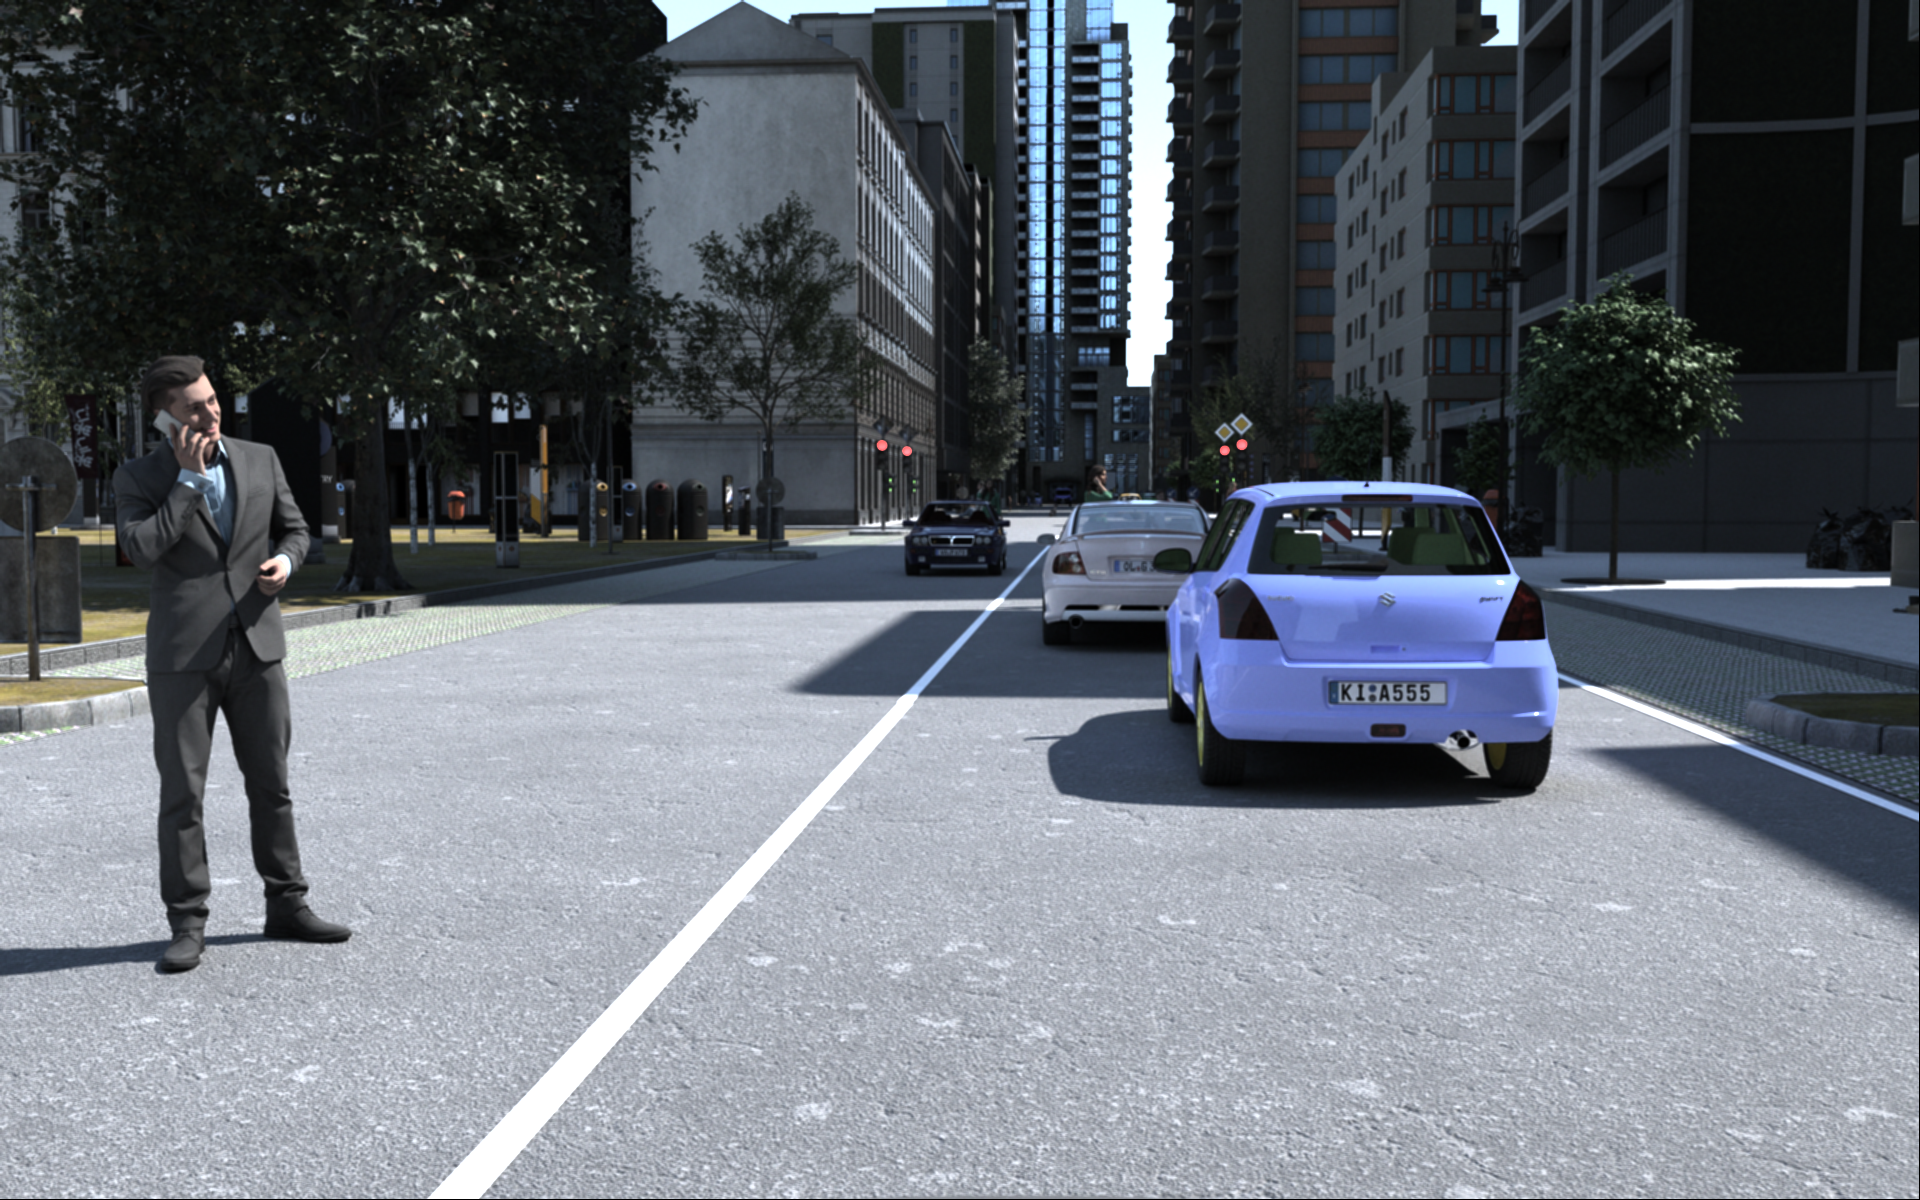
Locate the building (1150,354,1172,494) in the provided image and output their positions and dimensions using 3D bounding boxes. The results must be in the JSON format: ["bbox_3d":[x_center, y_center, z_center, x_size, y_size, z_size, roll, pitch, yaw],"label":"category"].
[{"bbox_3d":[41.184,-24.093,238.963,28.899,21.520,27.650,0,4,4],"label":"building"}]

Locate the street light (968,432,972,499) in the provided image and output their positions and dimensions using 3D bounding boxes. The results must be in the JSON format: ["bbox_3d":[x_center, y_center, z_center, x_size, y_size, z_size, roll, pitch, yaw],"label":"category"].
[{"bbox_3d":[0.707,-9.579,129.401,0.468,5.910,1.993,0,4,4],"label":"street light"}]

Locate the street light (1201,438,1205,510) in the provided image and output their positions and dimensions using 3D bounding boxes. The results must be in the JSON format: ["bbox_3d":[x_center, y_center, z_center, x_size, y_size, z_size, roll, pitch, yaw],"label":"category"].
[{"bbox_3d":[15.892,-8.543,112.473,0.468,5.910,1.993,0,4,4],"label":"street light"}]

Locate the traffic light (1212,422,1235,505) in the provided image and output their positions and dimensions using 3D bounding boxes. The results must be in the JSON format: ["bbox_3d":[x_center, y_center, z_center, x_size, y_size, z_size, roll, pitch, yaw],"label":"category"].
[{"bbox_3d":[10.323,-4.826,67.832,0.839,4.253,0.868,0,4,4],"label":"traffic light"}]

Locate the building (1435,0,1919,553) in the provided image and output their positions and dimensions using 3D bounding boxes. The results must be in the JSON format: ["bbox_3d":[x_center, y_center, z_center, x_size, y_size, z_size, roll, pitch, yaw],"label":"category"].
[{"bbox_3d":[23.818,-36.779,39.587,20.563,71.187,20.611,0,4,4],"label":"building"}]

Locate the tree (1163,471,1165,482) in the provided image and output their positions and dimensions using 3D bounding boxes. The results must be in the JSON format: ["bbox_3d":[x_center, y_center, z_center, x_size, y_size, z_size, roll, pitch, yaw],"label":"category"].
[{"bbox_3d":[18.765,-9.901,145.600,4.285,4.588,4.351,0,3,0],"label":"tree"}]

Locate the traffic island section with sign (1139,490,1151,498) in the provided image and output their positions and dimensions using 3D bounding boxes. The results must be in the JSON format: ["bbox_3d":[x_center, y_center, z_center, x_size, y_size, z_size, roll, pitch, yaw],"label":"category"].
[{"bbox_3d":[20.584,-11.548,197.437,1.989,1.847,2.006,0,4,4],"label":"traffic island section with sign"}]

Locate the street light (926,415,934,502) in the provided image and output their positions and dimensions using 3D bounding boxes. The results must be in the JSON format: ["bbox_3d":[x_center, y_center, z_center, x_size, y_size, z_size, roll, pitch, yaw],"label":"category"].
[{"bbox_3d":[-1.733,-7.759,99.644,0.468,5.910,1.993,0,4,4],"label":"street light"}]

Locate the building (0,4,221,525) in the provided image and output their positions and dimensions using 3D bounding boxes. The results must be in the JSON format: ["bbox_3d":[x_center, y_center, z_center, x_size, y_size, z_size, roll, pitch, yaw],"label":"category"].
[{"bbox_3d":[-40.232,-15.148,76.542,19.941,23.489,11.050,0,4,4],"label":"building"}]

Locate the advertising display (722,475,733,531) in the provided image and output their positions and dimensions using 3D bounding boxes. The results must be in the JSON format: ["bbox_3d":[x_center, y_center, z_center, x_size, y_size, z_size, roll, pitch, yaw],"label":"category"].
[{"bbox_3d":[-8.026,-3.340,59.829,0.123,1.923,0.974,0,4,7],"label":"advertising display"}]

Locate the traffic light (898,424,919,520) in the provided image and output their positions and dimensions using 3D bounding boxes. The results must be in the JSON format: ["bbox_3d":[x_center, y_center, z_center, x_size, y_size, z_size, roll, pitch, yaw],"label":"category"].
[{"bbox_3d":[-2.052,-4.885,68.788,0.839,4.253,0.868,0,4,4],"label":"traffic light"}]

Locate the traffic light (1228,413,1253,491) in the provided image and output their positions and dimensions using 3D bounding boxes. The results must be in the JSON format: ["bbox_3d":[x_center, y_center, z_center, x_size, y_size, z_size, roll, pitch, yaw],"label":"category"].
[{"bbox_3d":[9.695,-4.339,59.871,0.839,4.253,0.868,0,4,4],"label":"traffic light"}]

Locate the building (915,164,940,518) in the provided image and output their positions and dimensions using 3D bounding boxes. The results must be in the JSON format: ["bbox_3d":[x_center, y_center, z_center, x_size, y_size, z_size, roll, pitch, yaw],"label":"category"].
[{"bbox_3d":[-6.806,-15.134,96.595,9.793,20.994,18.267,0,4,4],"label":"building"}]

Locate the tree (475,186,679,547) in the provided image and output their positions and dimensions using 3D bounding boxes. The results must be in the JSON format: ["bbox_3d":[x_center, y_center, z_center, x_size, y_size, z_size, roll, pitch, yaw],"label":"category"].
[{"bbox_3d":[-8.816,-5.587,41.705,4.360,8.622,3.978,0,3,0],"label":"tree"}]

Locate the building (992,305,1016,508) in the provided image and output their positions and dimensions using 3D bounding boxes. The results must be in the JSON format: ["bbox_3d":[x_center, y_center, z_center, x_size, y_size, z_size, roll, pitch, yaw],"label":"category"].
[{"bbox_3d":[-8.863,-20.119,173.988,27.650,21.520,28.899,0,4,4],"label":"building"}]

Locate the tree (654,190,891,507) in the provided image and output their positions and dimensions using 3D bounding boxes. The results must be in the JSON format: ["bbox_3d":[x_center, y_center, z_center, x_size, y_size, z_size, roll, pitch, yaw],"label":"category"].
[{"bbox_3d":[-5.597,-7.223,52.505,7.601,10.594,8.767,-2,4,-24],"label":"tree"}]

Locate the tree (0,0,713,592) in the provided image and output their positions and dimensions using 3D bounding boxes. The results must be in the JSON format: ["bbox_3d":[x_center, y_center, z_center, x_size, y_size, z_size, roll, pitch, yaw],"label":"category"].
[{"bbox_3d":[-8.000,-6.480,22.955,9.611,12.733,9.660,0,3,0],"label":"tree"}]

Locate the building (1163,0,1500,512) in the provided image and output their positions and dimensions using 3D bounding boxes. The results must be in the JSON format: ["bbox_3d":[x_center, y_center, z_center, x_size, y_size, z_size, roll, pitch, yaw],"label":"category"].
[{"bbox_3d":[26.365,-28.889,126.959,22.147,44.769,28.867,0,4,4],"label":"building"}]

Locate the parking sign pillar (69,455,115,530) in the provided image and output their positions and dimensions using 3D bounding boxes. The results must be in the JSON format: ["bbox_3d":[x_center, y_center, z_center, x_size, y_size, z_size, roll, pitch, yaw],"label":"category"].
[{"bbox_3d":[-30.954,-4.476,61.651,1.447,3.967,1.447,-1,4,-22],"label":"parking sign pillar"}]

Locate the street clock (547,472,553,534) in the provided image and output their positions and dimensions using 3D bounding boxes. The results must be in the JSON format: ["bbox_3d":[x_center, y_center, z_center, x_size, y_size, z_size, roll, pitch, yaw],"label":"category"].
[{"bbox_3d":[-13.225,-3.123,55.631,0.358,2.002,0.471,-1,4,-17],"label":"street clock"}]

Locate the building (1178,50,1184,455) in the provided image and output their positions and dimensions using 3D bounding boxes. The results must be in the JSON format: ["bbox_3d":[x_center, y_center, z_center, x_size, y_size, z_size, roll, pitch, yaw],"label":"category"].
[{"bbox_3d":[27.675,-31.260,161.206,14.600,45.320,14.200,0,4,4],"label":"building"}]

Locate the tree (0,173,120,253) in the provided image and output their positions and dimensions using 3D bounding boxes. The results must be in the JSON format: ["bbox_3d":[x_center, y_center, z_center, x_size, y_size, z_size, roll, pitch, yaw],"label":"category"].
[{"bbox_3d":[-17.460,-5.212,35.578,4.737,8.622,4.395,0,3,0],"label":"tree"}]

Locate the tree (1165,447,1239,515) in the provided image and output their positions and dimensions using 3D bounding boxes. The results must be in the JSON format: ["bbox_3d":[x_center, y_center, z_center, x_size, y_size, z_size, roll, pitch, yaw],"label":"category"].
[{"bbox_3d":[16.141,-7.668,109.083,4.285,4.588,4.351,0,3,0],"label":"tree"}]

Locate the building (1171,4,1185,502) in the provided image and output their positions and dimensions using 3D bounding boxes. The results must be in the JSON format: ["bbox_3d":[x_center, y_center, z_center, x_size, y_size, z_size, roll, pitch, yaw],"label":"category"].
[{"bbox_3d":[32.866,-39.121,181.628,21.231,58.520,28.212,0,4,4],"label":"building"}]

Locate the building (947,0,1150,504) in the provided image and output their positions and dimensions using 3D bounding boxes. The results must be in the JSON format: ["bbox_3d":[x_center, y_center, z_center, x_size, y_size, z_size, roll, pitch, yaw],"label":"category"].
[{"bbox_3d":[10.350,-56.516,236.708,31.000,86.520,22.319,0,4,4],"label":"building"}]

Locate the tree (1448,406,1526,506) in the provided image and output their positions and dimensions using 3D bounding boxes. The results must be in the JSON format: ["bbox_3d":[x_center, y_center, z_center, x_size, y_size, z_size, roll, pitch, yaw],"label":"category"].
[{"bbox_3d":[11.664,-2.673,38.302,1.663,3.219,1.824,0,3,0],"label":"tree"}]

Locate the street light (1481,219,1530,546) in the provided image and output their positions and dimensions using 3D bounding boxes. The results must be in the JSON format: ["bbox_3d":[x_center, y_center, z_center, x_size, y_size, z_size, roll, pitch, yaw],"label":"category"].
[{"bbox_3d":[9.234,-3.467,29.477,0.468,5.910,1.993,0,4,4],"label":"street light"}]

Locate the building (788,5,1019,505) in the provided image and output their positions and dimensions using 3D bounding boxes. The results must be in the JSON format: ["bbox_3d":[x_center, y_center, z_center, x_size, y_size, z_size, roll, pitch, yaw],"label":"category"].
[{"bbox_3d":[-7.200,-40.827,209.518,28.212,58.520,21.231,0,4,4],"label":"building"}]

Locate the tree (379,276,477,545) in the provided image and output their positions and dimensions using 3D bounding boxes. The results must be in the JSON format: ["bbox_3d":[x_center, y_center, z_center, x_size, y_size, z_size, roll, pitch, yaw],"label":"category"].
[{"bbox_3d":[-13.263,-5.656,42.842,4.360,8.622,3.978,0,3,0],"label":"tree"}]

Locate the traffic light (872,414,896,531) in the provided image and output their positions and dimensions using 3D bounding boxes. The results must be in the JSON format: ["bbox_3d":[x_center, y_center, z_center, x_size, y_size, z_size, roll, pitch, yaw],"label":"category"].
[{"bbox_3d":[-2.679,-4.398,60.827,0.839,4.253,0.868,0,4,4],"label":"traffic light"}]

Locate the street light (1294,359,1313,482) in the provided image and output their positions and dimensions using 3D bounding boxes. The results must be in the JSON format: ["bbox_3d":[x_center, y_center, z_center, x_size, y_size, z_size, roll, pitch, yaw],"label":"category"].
[{"bbox_3d":[11.729,-5.287,59.229,0.468,5.910,1.993,0,4,4],"label":"street light"}]

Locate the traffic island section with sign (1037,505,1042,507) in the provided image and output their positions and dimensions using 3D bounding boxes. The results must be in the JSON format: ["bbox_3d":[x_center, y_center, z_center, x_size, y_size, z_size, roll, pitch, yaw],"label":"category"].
[{"bbox_3d":[8.371,-11.551,197.487,1.989,1.847,2.006,0,4,4],"label":"traffic island section with sign"}]

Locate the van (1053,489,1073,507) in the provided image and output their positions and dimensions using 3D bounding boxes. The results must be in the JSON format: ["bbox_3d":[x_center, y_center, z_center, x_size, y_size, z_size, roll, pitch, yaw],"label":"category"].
[{"bbox_3d":[11.574,-11.619,194.351,2.240,2.365,5.245,0,4,4],"label":"van"}]

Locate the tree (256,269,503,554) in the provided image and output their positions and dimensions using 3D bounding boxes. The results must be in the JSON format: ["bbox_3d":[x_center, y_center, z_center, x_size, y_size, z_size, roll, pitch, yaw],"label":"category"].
[{"bbox_3d":[-11.512,-5.299,37.005,4.737,8.622,4.395,0,3,0],"label":"tree"}]

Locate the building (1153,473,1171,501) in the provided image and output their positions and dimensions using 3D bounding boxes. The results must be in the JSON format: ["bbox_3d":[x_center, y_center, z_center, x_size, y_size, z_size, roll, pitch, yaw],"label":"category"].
[{"bbox_3d":[33.847,-46.933,205.605,20.563,71.187,20.611,0,4,4],"label":"building"}]

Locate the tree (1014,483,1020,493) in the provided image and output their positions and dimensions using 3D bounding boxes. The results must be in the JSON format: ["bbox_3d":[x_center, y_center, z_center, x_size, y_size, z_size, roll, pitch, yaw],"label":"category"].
[{"bbox_3d":[5.842,-12.455,198.235,1.663,3.219,1.824,0,3,0],"label":"tree"}]

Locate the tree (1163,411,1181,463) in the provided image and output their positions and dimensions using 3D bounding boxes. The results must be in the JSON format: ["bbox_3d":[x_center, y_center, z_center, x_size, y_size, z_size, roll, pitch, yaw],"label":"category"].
[{"bbox_3d":[19.377,-12.235,150.403,4.360,8.622,3.978,0,3,0],"label":"tree"}]

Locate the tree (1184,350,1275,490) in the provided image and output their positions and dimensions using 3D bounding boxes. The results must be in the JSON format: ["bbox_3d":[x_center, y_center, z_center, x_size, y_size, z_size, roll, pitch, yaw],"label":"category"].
[{"bbox_3d":[13.778,-8.418,88.004,4.737,8.622,4.395,0,3,0],"label":"tree"}]

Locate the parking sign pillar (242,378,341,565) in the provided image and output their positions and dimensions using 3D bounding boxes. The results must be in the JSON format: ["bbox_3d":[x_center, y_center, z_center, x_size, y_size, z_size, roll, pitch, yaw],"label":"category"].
[{"bbox_3d":[-12.483,-2.654,31.872,1.447,3.967,1.447,3,5,44],"label":"parking sign pillar"}]

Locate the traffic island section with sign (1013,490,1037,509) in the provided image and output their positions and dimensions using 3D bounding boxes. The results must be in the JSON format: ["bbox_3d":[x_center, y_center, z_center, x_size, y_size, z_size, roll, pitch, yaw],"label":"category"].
[{"bbox_3d":[6.260,-9.907,170.615,1.989,1.847,2.006,0,4,4],"label":"traffic island section with sign"}]

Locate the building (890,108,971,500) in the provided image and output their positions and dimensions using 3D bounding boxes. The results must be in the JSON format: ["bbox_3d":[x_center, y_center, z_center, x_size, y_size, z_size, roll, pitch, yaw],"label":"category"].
[{"bbox_3d":[-7.203,-19.828,117.692,14.314,27.812,24.014,0,4,4],"label":"building"}]

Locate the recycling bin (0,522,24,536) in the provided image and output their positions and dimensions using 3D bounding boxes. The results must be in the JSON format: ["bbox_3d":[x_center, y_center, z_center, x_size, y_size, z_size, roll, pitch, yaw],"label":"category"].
[{"bbox_3d":[-20.967,-1.573,38.276,0.722,1.027,0.722,0,4,-4],"label":"recycling bin"}]

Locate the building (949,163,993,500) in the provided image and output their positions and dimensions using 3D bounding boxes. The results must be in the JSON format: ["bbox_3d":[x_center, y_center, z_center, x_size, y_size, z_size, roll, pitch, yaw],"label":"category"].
[{"bbox_3d":[-4.574,-23.219,151.339,14.160,30.474,14.107,0,4,4],"label":"building"}]

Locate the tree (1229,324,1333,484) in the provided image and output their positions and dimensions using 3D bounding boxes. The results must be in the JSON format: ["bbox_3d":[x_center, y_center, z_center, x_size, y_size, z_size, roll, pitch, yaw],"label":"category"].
[{"bbox_3d":[13.697,-7.633,75.155,4.360,8.622,3.978,0,3,0],"label":"tree"}]

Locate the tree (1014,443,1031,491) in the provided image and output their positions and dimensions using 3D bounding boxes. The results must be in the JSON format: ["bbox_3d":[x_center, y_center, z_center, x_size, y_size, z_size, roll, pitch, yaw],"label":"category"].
[{"bbox_3d":[5.672,-14.739,191.347,4.360,8.622,3.978,0,3,0],"label":"tree"}]

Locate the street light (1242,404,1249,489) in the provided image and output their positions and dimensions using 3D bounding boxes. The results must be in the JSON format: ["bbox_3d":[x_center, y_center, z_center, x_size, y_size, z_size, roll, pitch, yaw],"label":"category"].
[{"bbox_3d":[13.475,-6.694,82.228,0.468,5.910,1.993,0,4,4],"label":"street light"}]

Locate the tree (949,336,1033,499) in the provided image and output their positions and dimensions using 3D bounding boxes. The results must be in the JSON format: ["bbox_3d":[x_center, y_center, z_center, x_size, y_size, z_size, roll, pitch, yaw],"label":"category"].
[{"bbox_3d":[0.627,-14.183,138.550,9.857,13.997,8.962,0,3,0],"label":"tree"}]

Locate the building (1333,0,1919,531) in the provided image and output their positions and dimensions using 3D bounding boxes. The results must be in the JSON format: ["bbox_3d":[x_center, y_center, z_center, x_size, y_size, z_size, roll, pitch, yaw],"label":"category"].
[{"bbox_3d":[33.720,-14.362,79.855,28.899,21.520,27.650,0,4,4],"label":"building"}]

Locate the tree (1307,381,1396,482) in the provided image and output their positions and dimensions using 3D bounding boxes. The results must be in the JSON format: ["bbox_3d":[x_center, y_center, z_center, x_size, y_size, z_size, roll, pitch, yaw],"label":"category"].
[{"bbox_3d":[11.667,-4.086,50.514,4.285,4.588,4.351,0,3,0],"label":"tree"}]

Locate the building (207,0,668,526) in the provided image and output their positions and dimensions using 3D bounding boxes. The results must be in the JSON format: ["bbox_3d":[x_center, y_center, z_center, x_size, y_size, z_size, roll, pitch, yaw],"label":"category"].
[{"bbox_3d":[-21.954,-15.044,75.644,15.834,23.373,12.332,0,4,4],"label":"building"}]

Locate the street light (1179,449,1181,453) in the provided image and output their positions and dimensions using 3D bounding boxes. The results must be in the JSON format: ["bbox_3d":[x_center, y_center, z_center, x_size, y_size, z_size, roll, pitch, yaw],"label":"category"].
[{"bbox_3d":[18.173,-10.364,142.242,0.468,5.910,1.993,0,4,4],"label":"street light"}]

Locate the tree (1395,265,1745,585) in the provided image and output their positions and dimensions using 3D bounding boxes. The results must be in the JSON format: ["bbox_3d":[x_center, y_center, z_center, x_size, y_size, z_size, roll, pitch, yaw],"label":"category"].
[{"bbox_3d":[9.405,-2.528,25.045,4.285,4.588,4.351,0,3,0],"label":"tree"}]

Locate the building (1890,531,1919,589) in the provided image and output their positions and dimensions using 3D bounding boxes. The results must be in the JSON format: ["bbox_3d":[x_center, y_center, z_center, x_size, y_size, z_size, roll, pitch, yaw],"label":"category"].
[{"bbox_3d":[25.689,-9.977,8.162,27.650,21.520,28.899,0,4,4],"label":"building"}]

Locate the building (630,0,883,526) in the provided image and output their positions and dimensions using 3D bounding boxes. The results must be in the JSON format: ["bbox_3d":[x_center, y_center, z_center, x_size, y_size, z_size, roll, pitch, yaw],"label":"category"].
[{"bbox_3d":[-8.025,-14.021,78.402,9.793,20.994,18.267,0,4,4],"label":"building"}]

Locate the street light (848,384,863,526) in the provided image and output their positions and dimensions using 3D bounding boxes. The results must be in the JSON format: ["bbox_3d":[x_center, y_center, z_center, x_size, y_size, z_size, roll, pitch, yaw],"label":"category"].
[{"bbox_3d":[-4.191,-5.923,69.628,0.468,5.910,1.993,0,4,4],"label":"street light"}]
